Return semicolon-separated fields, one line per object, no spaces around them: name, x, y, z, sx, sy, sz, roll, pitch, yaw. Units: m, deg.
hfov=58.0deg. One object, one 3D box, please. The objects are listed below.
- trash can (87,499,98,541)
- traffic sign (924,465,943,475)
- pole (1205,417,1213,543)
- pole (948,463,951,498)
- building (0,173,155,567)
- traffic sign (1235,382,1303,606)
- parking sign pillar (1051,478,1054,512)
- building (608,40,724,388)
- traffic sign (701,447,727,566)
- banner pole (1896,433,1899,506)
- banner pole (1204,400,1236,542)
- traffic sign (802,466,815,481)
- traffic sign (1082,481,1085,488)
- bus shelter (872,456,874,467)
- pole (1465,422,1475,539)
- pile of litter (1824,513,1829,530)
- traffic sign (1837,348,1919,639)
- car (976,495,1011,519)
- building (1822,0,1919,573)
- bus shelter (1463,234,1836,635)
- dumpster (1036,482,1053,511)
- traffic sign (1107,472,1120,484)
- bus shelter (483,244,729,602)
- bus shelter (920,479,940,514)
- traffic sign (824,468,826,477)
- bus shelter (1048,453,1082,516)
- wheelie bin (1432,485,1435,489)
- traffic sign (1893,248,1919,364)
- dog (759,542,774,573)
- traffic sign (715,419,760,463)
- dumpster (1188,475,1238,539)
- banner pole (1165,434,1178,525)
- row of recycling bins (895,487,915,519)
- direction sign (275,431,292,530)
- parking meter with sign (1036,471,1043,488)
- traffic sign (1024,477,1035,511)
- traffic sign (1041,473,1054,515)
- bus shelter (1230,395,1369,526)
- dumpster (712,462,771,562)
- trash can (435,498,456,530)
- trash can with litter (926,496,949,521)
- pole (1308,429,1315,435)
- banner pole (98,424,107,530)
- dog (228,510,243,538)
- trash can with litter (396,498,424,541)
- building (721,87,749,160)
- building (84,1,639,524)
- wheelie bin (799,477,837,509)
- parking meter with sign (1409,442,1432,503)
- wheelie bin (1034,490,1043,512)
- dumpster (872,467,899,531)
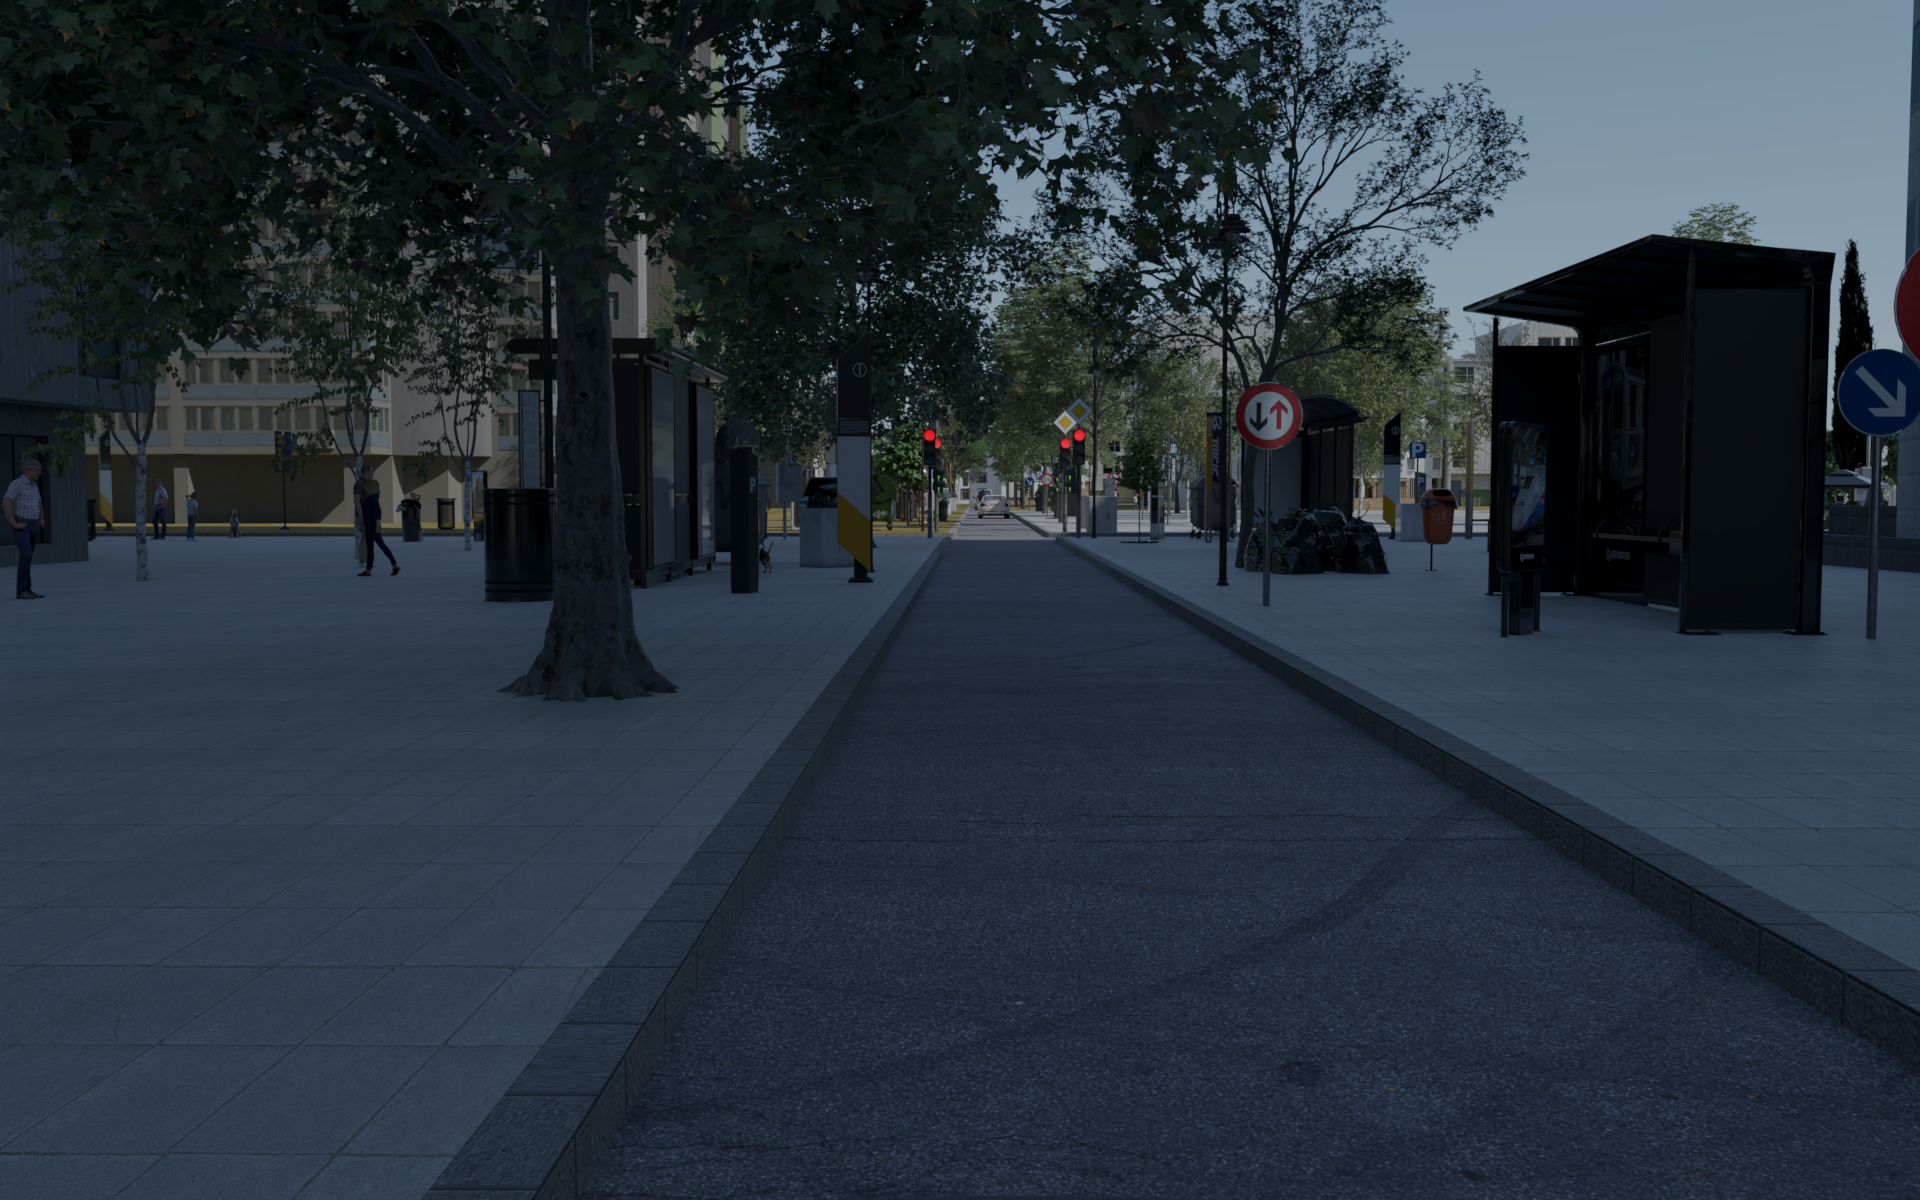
trash can;-23.810;-2.164;47.027;0.748;1.137;0.748;0;3;0
traffic sign;-1.023;-3.869;62.995;0.795;2.593;0.064;0;4;7
pole;6.552;-3.168;45.641;0.158;3.312;0.155;0;3;0
pole;-0.679;-7.320;113.531;0.158;3.312;0.155;0;3;0
building;-22.750;-15.753;29.265;14.107;30.474;14.160;0;4;1
traffic sign;3.510;-1.203;19.772;0.768;2.556;0.104;0;4;4
parking sign pillar;7.368;-8.394;125.707;1.447;3.967;1.447;-3;5;-41
building;-21.993;-25.639;102.798;14.154;41.232;14.086;0;4;1
traffic sign;-4.574;-1.881;30.751;0.884;2.594;0.081;0;4;5
banner pole;27.418;-3.701;50.523;0.401;3.779;0.863;3;5;39
banner pole;6.988;-3.454;46.489;0.863;3.779;0.401;1;4;15
traffic sign;-5.616;-3.764;63.668;0.606;2.300;0.079;0;4;7
traffic sign;9.138;-7.881;130.984;0.606;2.300;0.079;0;4;1
bus shelter;-4.653;-6.650;100.005;1.731;3.624;6.357;0;4;1
pole;14.516;-3.393;49.317;0.158;3.312;0.155;0;3;0
pile of litter;31.561;-2.935;61.956;1.719;0.858;1.176;-1;4;-22
traffic sign;8.077;-0.928;15.276;0.768;2.556;0.104;0;4;2
car;1.988;-5.495;102.209;2.083;1.381;4.827;0;3;0
building;25.123;-29.284;20.800;21.231;58.520;28.212;0;4;1
bus shelter;7.141;-1.682;18.780;1.731;3.624;6.357;0;4;1
dumpster;6.431;-7.761;129.391;1.502;2.255;1.985;0;4;1
traffic sign;8.935;-6.143;100.549;0.768;2.556;0.104;0;4;1
bus shelter;-5.018;-2.881;24.742;2.179;5.291;8.768;0;4;1
bus shelter;-2.046;-7.222;112.004;2.014;3.302;5.546;0;4;1
traffic sign;-5.506;-4.561;74.673;0.768;2.556;0.104;1;4;10
bus shelter;6.099;-6.679;100.477;1.731;3.624;6.357;0;4;0
wheelie bin;16.801;-3.313;62.078;0.693;1.594;0.980;-1;4;-17
traffic sign;4.771;-0.493;8.168;0.768;2.556;0.104;1;4;9
dog;-3.258;-0.688;28.080;0.406;0.507;0.540;0;4;2
traffic sign;-3.786;-1.794;29.432;0.768;2.556;0.104;0;4;4
dumpster;7.305;-2.702;49.933;1.264;1.857;1.865;0;4;1
banner pole;8.804;-5.024;72.155;0.401;3.779;0.863;3;5;43
row of recycling bins;-2.819;-5.010;89.021;1.069;1.692;3.534;0;4;-1
direction sign;-24.378;-4.309;62.454;0.379;3.537;0.876;1;4;16
parking meter with sign;6.217;-8.337;132.565;0.543;3.016;1.738;1;4;11
traffic sign;5.165;-7.871;128.790;0.768;2.556;0.104;1;4;10
traffic sign;5.331;-6.468;105.862;0.768;2.556;0.104;0;4;3
bus shelter;7.382;-2.711;38.250;2.014;3.302;5.546;0;4;0
dumpster;-4.216;-1.603;31.972;1.264;1.857;1.865;0;4;0
trash can;-18.378;-3.076;61.938;0.748;1.137;0.748;0;3;0
trash can with litter;-1.061;-4.325;82.103;1.055;1.170;0.624;-1;4;-11
pole;8.450;-2.929;41.730;0.158;3.312;0.155;0;3;0
banner pole;-30.868;-4.432;62.487;0.863;3.779;0.401;3;5;40
dog;-21.206;-2.233;50.889;0.513;0.831;0.800;1;4;20
trash can with litter;-14.840;-2.166;46.807;0.624;1.170;1.055;0;4;-8
building;-22.092;-21.131;117.198;14.160;30.474;14.107;0;4;1
building;-31.285;-23.978;83.921;32.217;40.220;23.993;0;4;1
wheelie bin;-2.493;-1.484;32.179;0.980;1.594;0.693;-3;4;-38
parking meter with sign;15.782;-3.832;58.914;0.543;3.016;1.738;2;4;30
wheelie bin;5.795;-7.283;126.979;0.693;1.594;0.980;0;4;8
dumpster;-2.954;-3.602;61.389;1.502;2.255;1.985;0;4;1
